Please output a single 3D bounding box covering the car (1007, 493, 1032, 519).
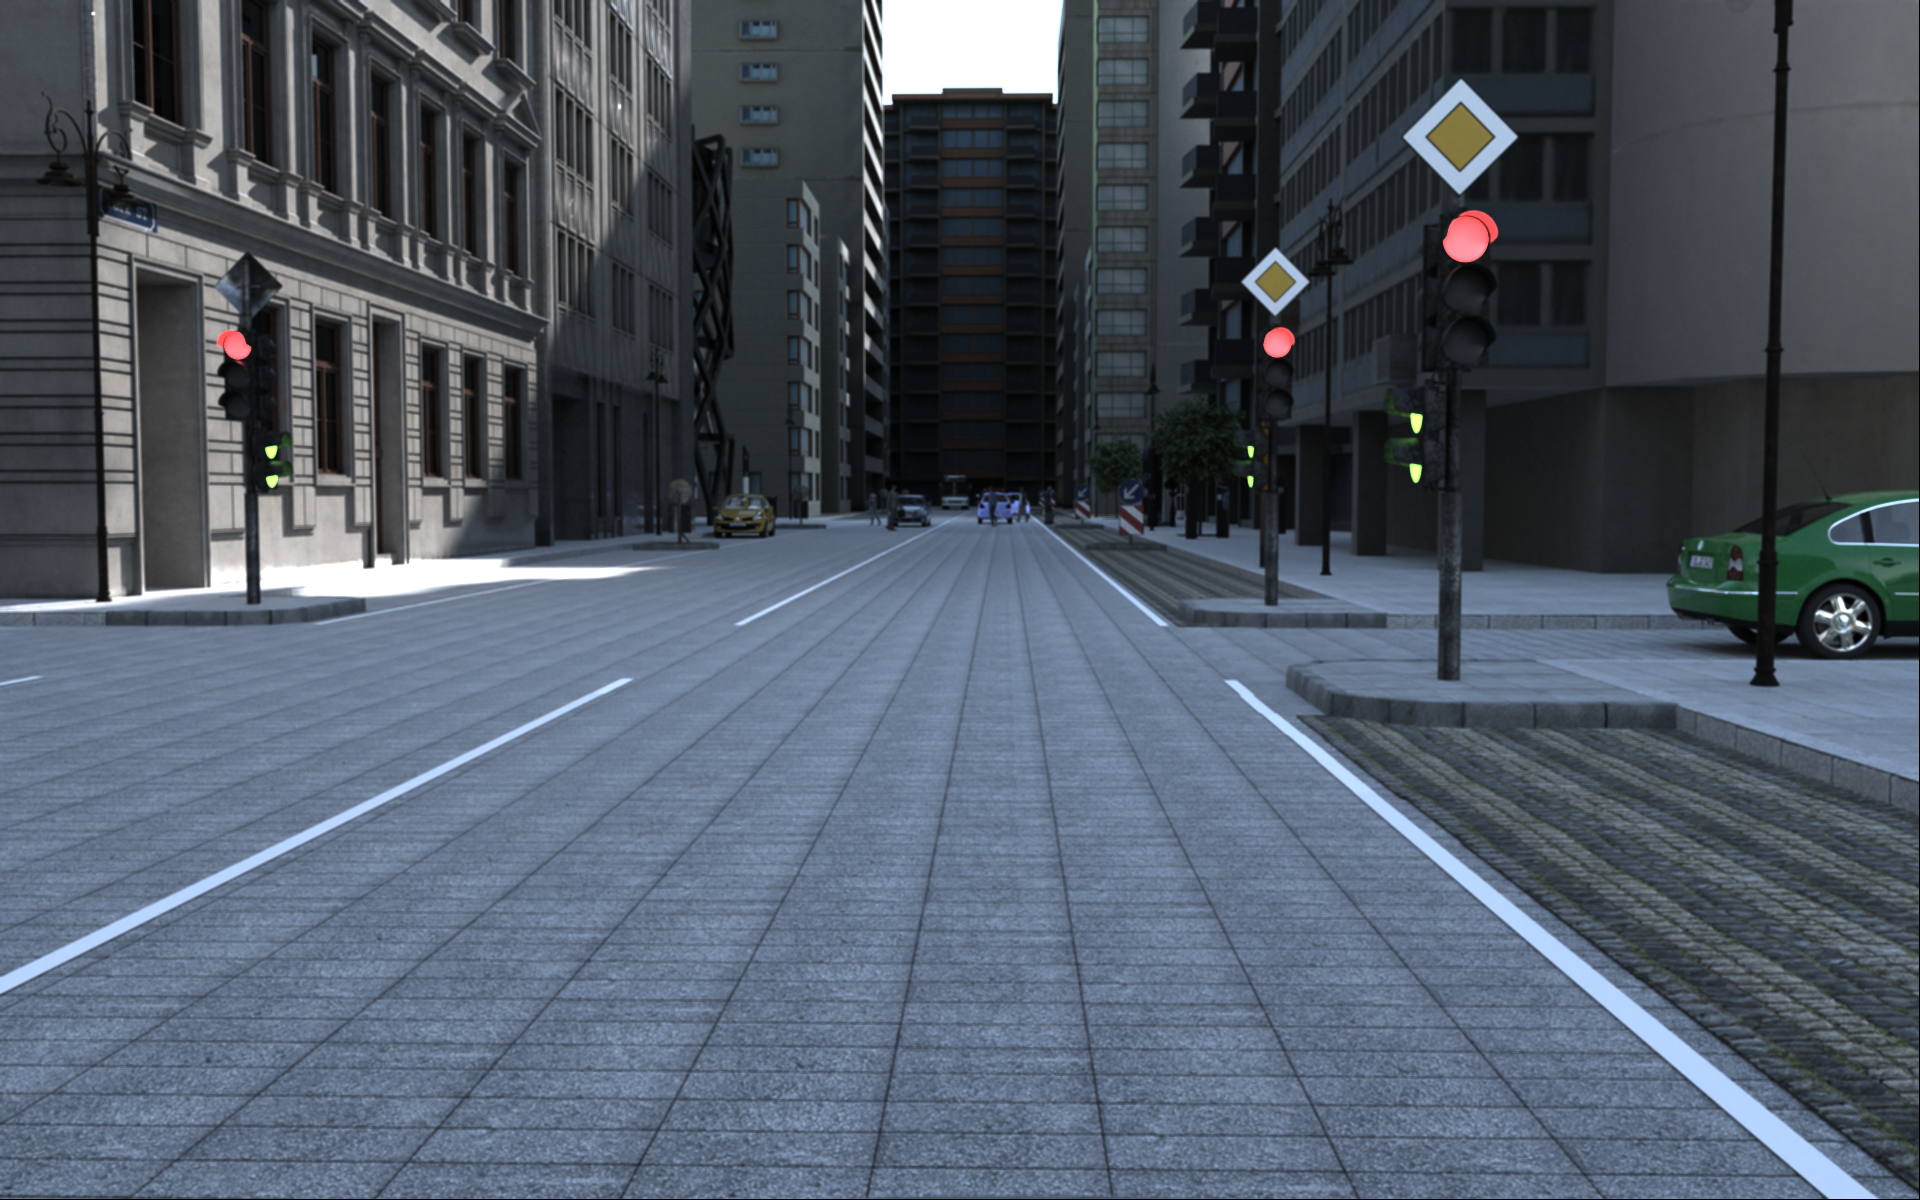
[{"bbox_3d":[3.229,-5.600,101.150,1.945,1.707,3.694,0,4,3],"label":"car"}]

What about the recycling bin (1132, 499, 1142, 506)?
[{"bbox_3d":[8.325,-4.168,80.703,0.722,1.027,0.722,0,4,6],"label":"recycling bin"}]

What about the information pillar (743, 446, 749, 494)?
[{"bbox_3d":[-10.374,-5.659,83.884,0.183,3.616,0.504,1,4,19],"label":"information pillar"}]

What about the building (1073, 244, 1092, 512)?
[{"bbox_3d":[23.246,-17.681,134.117,27.650,21.520,28.899,0,4,1],"label":"building"}]

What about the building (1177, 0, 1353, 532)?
[{"bbox_3d":[20.524,-25.388,69.724,22.147,44.769,28.867,0,4,1],"label":"building"}]

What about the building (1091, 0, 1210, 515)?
[{"bbox_3d":[15.547,-26.218,112.254,14.154,41.232,14.086,0,4,1],"label":"building"}]

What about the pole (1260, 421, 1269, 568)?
[{"bbox_3d":[5.325,-2.215,30.055,0.158,3.312,0.155,0,3,0],"label":"pole"}]

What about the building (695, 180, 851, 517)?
[{"bbox_3d":[-22.072,-16.222,110.271,27.650,21.520,28.899,0,4,1],"label":"building"}]

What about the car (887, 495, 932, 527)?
[{"bbox_3d":[-2.237,-3.987,77.187,2.014,1.417,4.499,0,4,2],"label":"car"}]

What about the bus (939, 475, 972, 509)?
[{"bbox_3d":[-0.441,-10.334,163.821,2.948,3.499,13.247,0,4,0],"label":"bus"}]

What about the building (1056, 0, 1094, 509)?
[{"bbox_3d":[19.834,-32.732,158.864,21.300,48.544,21.600,0,4,1],"label":"building"}]

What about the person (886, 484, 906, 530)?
[{"bbox_3d":[-2.617,-3.652,68.330,0.853,1.813,0.709,2,4,26],"label":"person"}]

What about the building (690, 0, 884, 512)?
[{"bbox_3d":[-17.331,-31.301,135.477,21.300,48.544,21.600,0,4,1],"label":"building"}]

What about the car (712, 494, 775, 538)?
[{"bbox_3d":[-7.179,-2.909,57.793,2.015,1.641,3.980,0,3,0],"label":"car"}]

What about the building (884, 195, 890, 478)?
[{"bbox_3d":[-13.779,-23.984,163.840,14.107,30.474,14.160,0,4,1],"label":"building"}]

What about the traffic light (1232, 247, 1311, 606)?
[{"bbox_3d":[3.567,-1.891,19.844,0.839,4.253,0.868,0,4,1],"label":"traffic light"}]

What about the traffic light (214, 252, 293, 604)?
[{"bbox_3d":[-8.240,-1.909,20.132,0.839,4.253,0.868,0,4,1],"label":"traffic light"}]

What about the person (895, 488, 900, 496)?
[{"bbox_3d":[-4.428,-6.828,120.151,1.348,1.823,0.705,-1,4,-12],"label":"person"}]

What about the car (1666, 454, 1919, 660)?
[{"bbox_3d":[8.959,-0.420,15.657,4.718,1.807,1.959,0,4,2],"label":"car"}]

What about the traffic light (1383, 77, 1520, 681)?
[{"bbox_3d":[3.361,-1.403,11.861,0.839,4.253,0.868,0,4,1],"label":"traffic light"}]

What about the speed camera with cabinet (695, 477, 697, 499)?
[{"bbox_3d":[-13.832,-5.536,84.845,0.660,3.252,2.038,3,5,41],"label":"speed camera with cabinet"}]

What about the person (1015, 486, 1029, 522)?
[{"bbox_3d":[3.154,-4.827,87.413,0.713,1.824,0.794,-1,4,-21],"label":"person"}]

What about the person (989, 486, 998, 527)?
[{"bbox_3d":[1.432,-4.054,75.129,0.444,1.785,0.601,3,5,42],"label":"person"}]

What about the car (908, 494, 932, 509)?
[{"bbox_3d":[-2.689,-5.832,105.139,2.009,1.686,4.222,0,4,1],"label":"car"}]

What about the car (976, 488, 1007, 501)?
[{"bbox_3d":[2.161,-6.273,111.233,2.281,1.827,5.304,0,4,0],"label":"car"}]

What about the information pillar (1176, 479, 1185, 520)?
[{"bbox_3d":[10.962,-4.992,86.108,0.304,2.012,0.304,3,5,44],"label":"information pillar"}]

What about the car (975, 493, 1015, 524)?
[{"bbox_3d":[1.702,-4.580,84.467,1.945,1.707,3.694,0,4,0],"label":"car"}]

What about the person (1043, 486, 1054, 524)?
[{"bbox_3d":[4.172,-4.486,82.067,0.699,1.804,1.509,1,4,11],"label":"person"}]

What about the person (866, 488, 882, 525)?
[{"bbox_3d":[-3.949,-4.267,79.101,0.643,1.720,0.563,2,4,29],"label":"person"}]

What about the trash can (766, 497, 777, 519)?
[{"bbox_3d":[-9.284,-4.471,84.749,0.748,1.137,0.748,0,3,0],"label":"trash can"}]

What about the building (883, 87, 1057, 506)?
[{"bbox_3d":[0.719,-32.717,189.548,28.867,44.769,22.147,0,4,1],"label":"building"}]

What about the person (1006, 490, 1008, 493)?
[{"bbox_3d":[4.028,-8.548,148.284,1.348,1.821,0.705,2,4,34],"label":"person"}]

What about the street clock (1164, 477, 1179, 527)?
[{"bbox_3d":[8.309,-3.855,67.604,0.471,2.002,0.358,0,4,-6],"label":"street clock"}]

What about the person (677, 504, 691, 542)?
[{"bbox_3d":[-7.563,-2.041,46.886,0.505,1.210,0.382,-3,5,-45],"label":"person"}]
